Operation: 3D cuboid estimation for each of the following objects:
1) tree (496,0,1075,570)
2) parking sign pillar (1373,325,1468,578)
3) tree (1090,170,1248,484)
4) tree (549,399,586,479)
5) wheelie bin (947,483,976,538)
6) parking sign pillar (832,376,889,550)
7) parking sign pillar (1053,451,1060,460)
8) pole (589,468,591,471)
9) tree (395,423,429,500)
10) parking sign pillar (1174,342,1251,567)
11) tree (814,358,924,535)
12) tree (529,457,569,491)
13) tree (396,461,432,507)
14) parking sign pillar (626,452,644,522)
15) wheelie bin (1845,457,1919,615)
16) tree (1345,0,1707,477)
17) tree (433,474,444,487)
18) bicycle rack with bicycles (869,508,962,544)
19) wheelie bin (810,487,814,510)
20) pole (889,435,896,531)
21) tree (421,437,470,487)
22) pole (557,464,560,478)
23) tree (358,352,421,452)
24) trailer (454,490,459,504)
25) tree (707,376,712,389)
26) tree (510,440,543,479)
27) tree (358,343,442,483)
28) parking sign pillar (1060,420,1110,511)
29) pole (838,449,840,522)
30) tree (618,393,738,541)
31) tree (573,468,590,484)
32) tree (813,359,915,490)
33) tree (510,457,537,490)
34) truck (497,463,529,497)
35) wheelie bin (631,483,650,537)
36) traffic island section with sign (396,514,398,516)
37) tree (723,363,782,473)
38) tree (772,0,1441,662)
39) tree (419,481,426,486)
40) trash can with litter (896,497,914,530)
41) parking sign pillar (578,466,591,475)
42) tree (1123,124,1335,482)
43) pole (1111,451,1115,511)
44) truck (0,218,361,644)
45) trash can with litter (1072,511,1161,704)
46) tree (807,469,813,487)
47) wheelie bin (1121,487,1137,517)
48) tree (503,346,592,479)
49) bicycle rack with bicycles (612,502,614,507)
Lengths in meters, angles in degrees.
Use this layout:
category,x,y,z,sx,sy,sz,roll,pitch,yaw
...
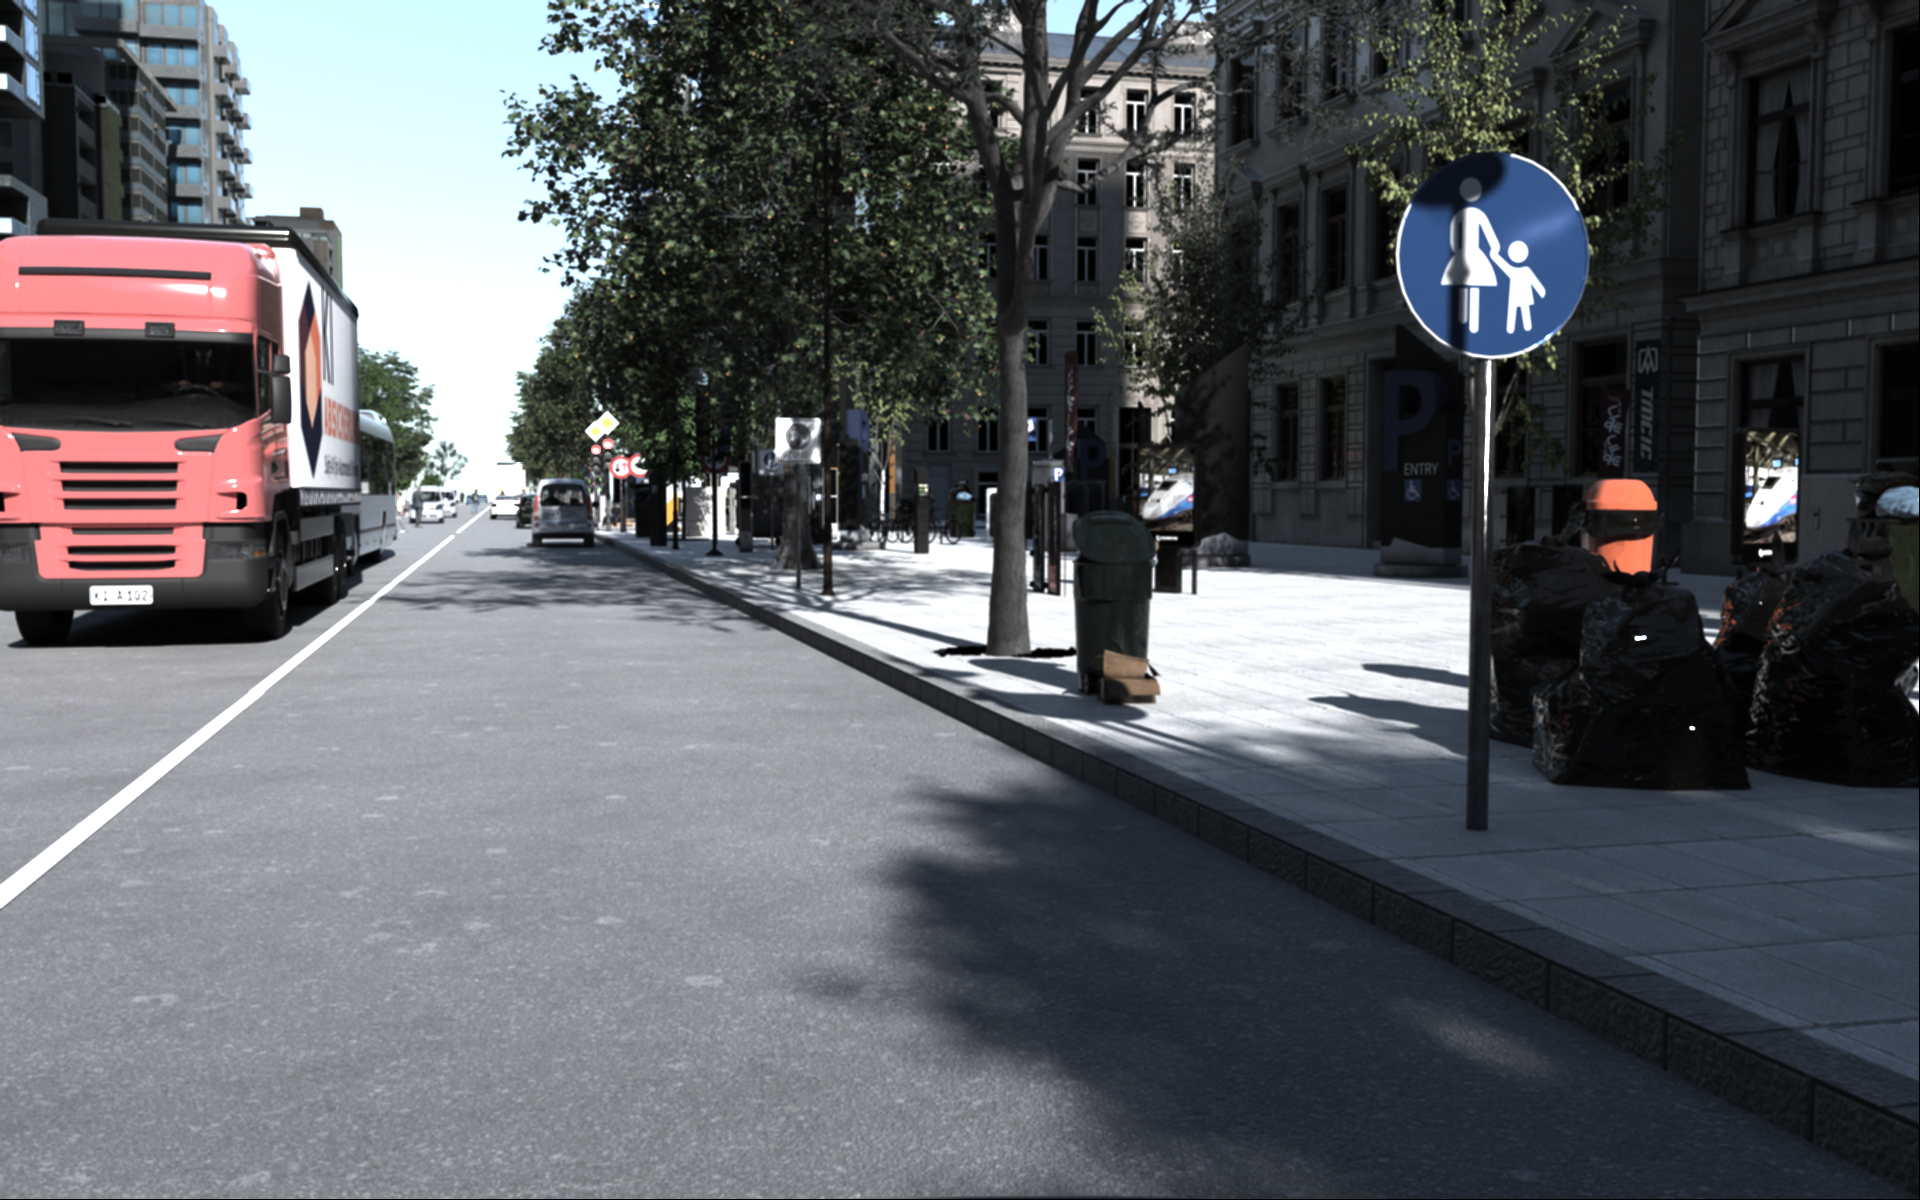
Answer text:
category,x,y,z,sx,sy,sz,roll,pitch,yaw
tree,-2.876,-6.878,29.457,9.611,12.733,9.660,0,3,0
parking sign pillar,7.218,-2.359,27.042,1.447,3.967,1.447,-2,4,-33
tree,5.284,-5.470,39.797,4.737,8.622,4.395,0,3,0
tree,-24.991,-9.833,111.132,4.360,8.622,3.978,0,3,0
wheelie bin,0.041,-2.634,50.970,0.693,1.594,0.980,-3,4,-38
parking sign pillar,-2.443,-3.162,40.168,1.447,3.967,1.447,1,4,9
parking sign pillar,4.986,-5.646,80.783,1.447,3.967,1.447,0,4,-3
pole,-27.641,-8.298,129.511,0.158,3.312,0.155,0,3,0
tree,-58.437,-14.083,180.613,4.737,8.622,4.395,0,3,0
parking sign pillar,4.513,-2.605,31.066,1.447,3.967,1.447,1,4,16
tree,-2.450,-6.379,54.653,4.737,8.622,4.395,0,3,0
tree,-58.679,-17.947,243.789,4.737,8.622,4.395,0,3,0
tree,-55.261,-11.404,170.169,4.285,4.588,4.351,0,3,0
parking sign pillar,-14.682,-5.555,79.302,1.447,3.967,1.447,-1,4,-12
wheelie bin,8.064,-0.425,14.863,0.693,1.594,0.980,0,4,-4
tree,7.089,-4.425,22.712,4.737,8.622,4.395,0,3,0
tree,-74.962,-16.020,245.635,4.285,4.588,4.351,0,3,0
bicycle rack with bicycles,-1.702,-1.933,44.986,2.852,0.926,2.925,-2,4,-35
wheelie bin,-6.431,-4.164,75.996,0.693,1.594,0.980,-1,4,-9
pole,-2.334,-4.033,59.790,0.158,3.312,0.155,0,3,0
tree,-84.668,-21.334,283.217,8.767,10.594,7.601,-2,4,-30
pole,-26.460,-7.365,114.253,0.158,3.312,0.155,0,3,0
tree,-44.184,-12.395,128.419,9.928,11.665,9.643,0,3,0
trailer,-72.322,-14.690,247.227,1.471,1.999,3.904,-1,4,-16
tree,-13.681,-9.143,99.847,4.737,8.622,4.395,0,3,0
tree,-49.660,-16.614,206.049,8.767,10.594,7.601,0,4,0
tree,-49.308,-14.712,147.199,9.857,13.997,8.962,0,3,0
parking sign pillar,4.594,-4.423,60.796,1.447,3.967,1.447,-2,4,-27
pole,-5.424,-5.167,78.323,0.158,3.312,0.155,0,3,0
tree,-7.773,-3.940,48.126,4.285,4.588,4.351,0,3,0
tree,-25.373,-7.454,116.480,1.663,3.219,1.824,0,3,0
tree,-3.459,-7.426,71.780,4.360,8.622,3.978,0,3,0
tree,-69.525,-21.867,283.286,9.928,11.665,9.643,0,3,0
truck,-41.280,-10.446,159.697,2.839,4.237,11.283,-1,4,-13
wheelie bin,-9.326,-2.670,51.555,0.980,1.594,0.693,0,4,-3
traffic island section with sign,-37.365,-6.333,112.165,1.989,1.847,2.006,-1,4,-15
tree,-8.494,-7.886,79.292,4.737,8.622,4.395,0,3,0
tree,0.466,-6.296,13.302,12.009,13.543,11.850,0,3,0
tree,-71.866,-14.469,231.174,1.663,3.219,1.824,0,3,0
trash can with litter,-1.717,-3.072,61.609,1.055,1.170,0.624,-2,4,-34
parking sign pillar,-27.205,-8.386,125.579,1.447,3.967,1.447,1,4,14
tree,5.062,-5.157,34.683,4.360,8.622,3.978,0,3,0
pole,7.221,-5.375,81.718,0.158,3.312,0.155,0,3,0
truck,-8.713,-1.909,20.121,2.839,4.237,11.283,-1,4,-15
trash can with litter,1.065,0.025,10.973,0.624,1.170,1.055,0,4,-8
tree,-6.517,-8.233,84.971,4.360,8.622,3.978,0,3,0
wheelie bin,7.814,-4.371,79.378,0.693,1.594,0.980,2,4,29
tree,-31.020,-13.125,132.728,7.486,12.596,7.792,0,3,0
bicycle rack with bicycles,-22.507,-5.841,108.887,2.852,0.926,2.925,-1,4,-9
